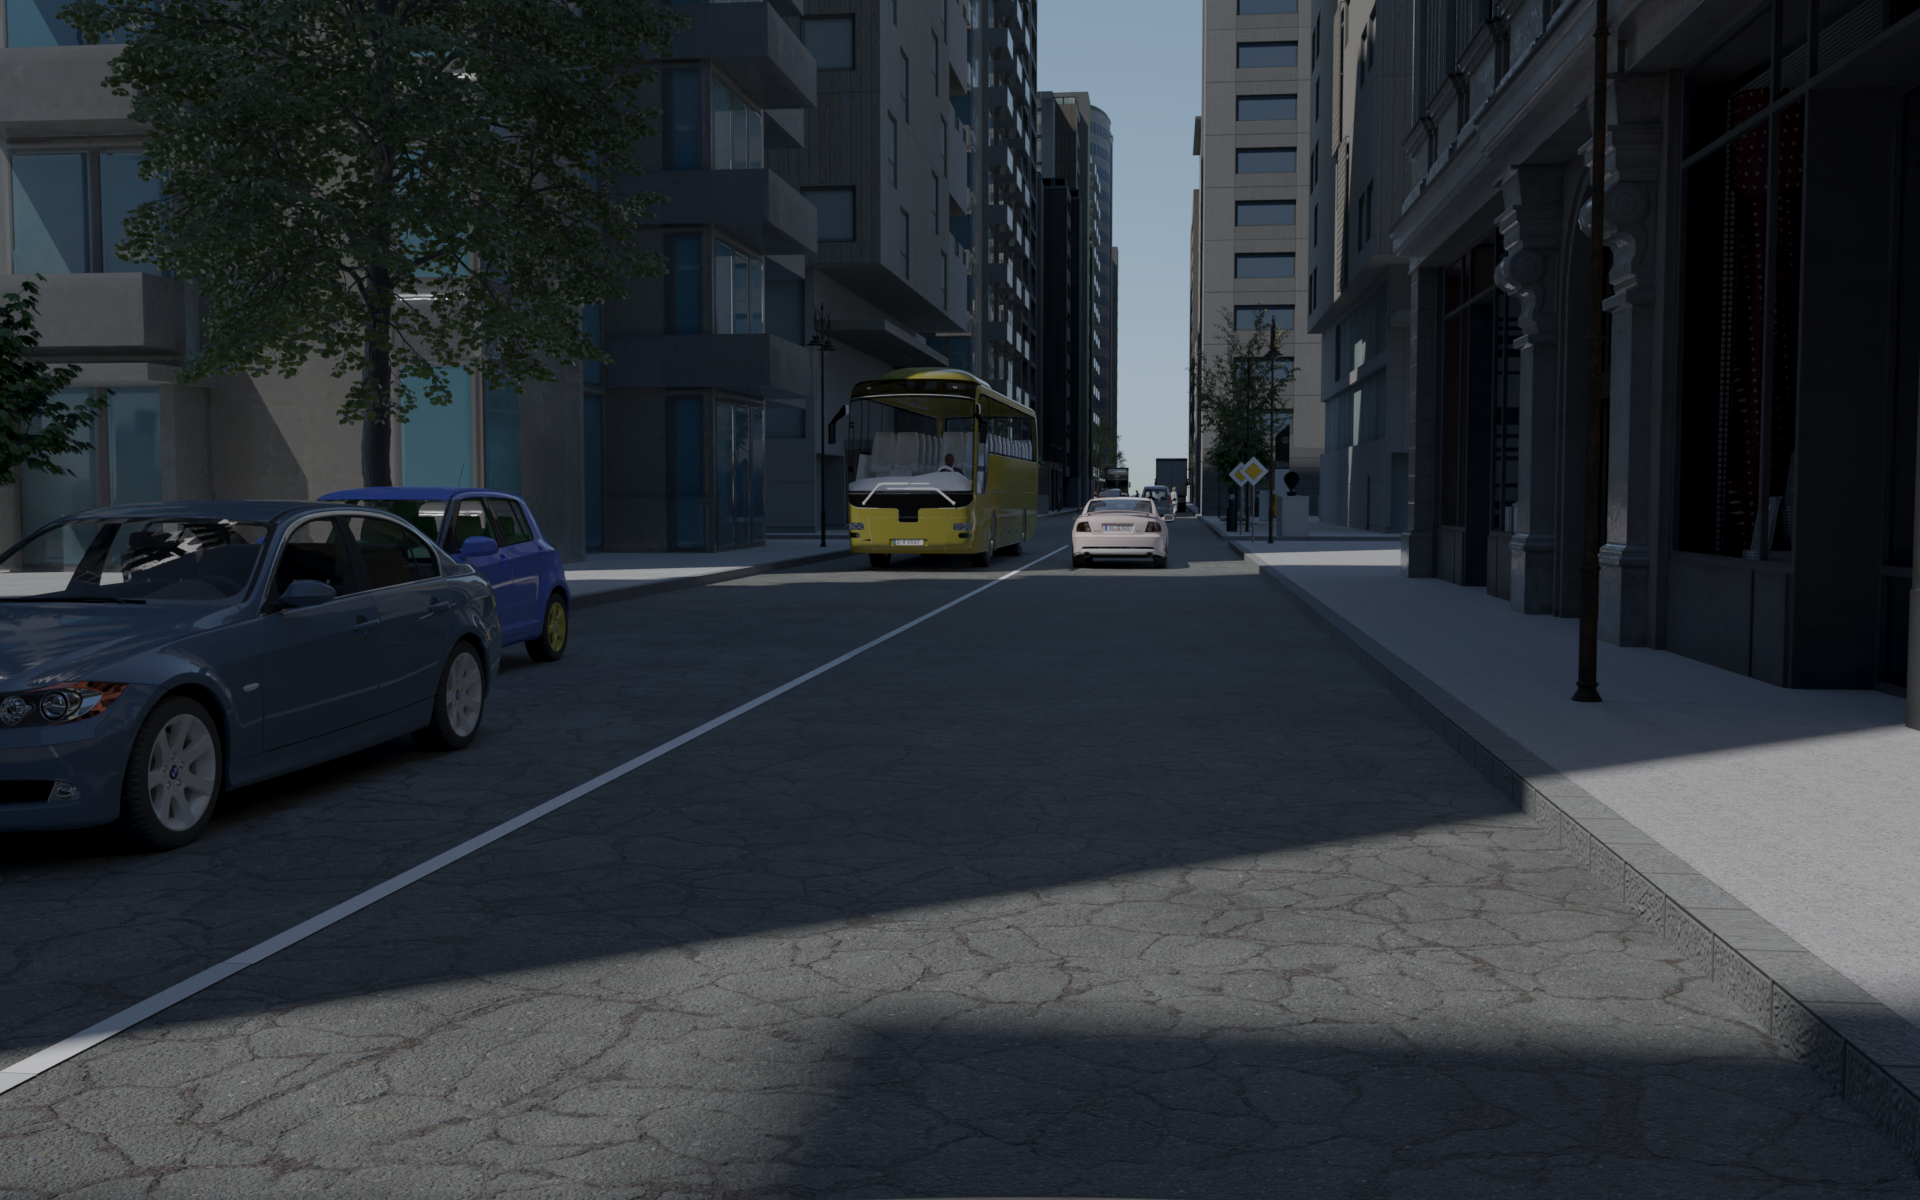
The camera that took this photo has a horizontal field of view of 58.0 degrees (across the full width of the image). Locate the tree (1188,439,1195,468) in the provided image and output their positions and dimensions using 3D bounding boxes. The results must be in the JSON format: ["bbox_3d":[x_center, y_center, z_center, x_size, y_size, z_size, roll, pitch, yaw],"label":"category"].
[{"bbox_3d":[29.632,-16.012,212.154,4.360,8.622,3.978,0,3,0],"label":"tree"}]

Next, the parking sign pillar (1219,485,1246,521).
[{"bbox_3d":[12.978,-5.699,81.644,1.447,3.967,1.447,1,4,18],"label":"parking sign pillar"}]

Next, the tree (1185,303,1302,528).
[{"bbox_3d":[10.792,-7.076,66.062,4.737,8.622,4.395,0,3,0],"label":"tree"}]

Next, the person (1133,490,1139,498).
[{"bbox_3d":[17.625,-10.109,173.644,0.599,1.838,0.709,0,4,-5],"label":"person"}]

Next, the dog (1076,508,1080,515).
[{"bbox_3d":[8.053,-6.049,118.185,0.406,0.507,0.540,-2,4,-28],"label":"dog"}]

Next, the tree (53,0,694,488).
[{"bbox_3d":[-6.795,-6.265,20.561,7.486,12.596,7.792,0,3,0],"label":"tree"}]

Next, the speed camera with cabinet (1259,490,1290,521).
[{"bbox_3d":[15.182,-5.424,83.024,2.038,3.252,0.660,-3,5,-44],"label":"speed camera with cabinet"}]

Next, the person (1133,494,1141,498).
[{"bbox_3d":[22.196,-12.701,216.175,1.348,1.822,0.705,1,4,21],"label":"person"}]

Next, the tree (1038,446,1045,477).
[{"bbox_3d":[2.989,-6.746,94.012,4.285,4.588,4.351,0,3,0],"label":"tree"}]

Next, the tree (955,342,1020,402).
[{"bbox_3d":[0.909,-8.231,84.935,4.360,8.622,3.978,0,3,0],"label":"tree"}]

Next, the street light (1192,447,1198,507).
[{"bbox_3d":[23.258,-12.047,169.755,0.468,5.910,1.993,0,4,7],"label":"street light"}]

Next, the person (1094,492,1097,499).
[{"bbox_3d":[16.442,-12.239,209.282,0.551,1.740,0.621,-1,4,-21],"label":"person"}]

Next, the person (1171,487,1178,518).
[{"bbox_3d":[12.881,-5.865,104.277,0.514,1.842,0.818,2,4,32],"label":"person"}]

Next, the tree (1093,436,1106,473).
[{"bbox_3d":[14.308,-15.015,195.863,4.737,8.622,4.395,0,3,0],"label":"tree"}]

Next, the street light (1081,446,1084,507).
[{"bbox_3d":[11.701,-11.800,165.715,0.468,5.910,1.993,0,4,7],"label":"street light"}]

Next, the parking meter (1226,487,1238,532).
[{"bbox_3d":[9.266,-3.093,58.979,0.372,1.533,0.369,0,3,0],"label":"parking meter"}]

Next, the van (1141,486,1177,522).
[{"bbox_3d":[10.157,-5.043,89.457,2.013,2.044,4.112,1,4,8],"label":"van"}]

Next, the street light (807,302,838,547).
[{"bbox_3d":[-3.317,-4.225,41.861,0.468,5.910,1.993,0,4,7],"label":"street light"}]

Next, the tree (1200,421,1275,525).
[{"bbox_3d":[11.874,-5.493,73.522,4.285,4.588,4.351,0,3,0],"label":"tree"}]

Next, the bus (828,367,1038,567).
[{"bbox_3d":[-0.137,-2.795,37.242,2.896,3.916,12.252,0,4,8],"label":"bus"}]

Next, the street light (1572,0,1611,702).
[{"bbox_3d":[3.891,-2.311,10.571,0.468,5.910,1.993,0,4,7],"label":"street light"}]

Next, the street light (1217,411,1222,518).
[{"bbox_3d":[13.983,-7.371,93.310,0.468,5.910,1.993,0,4,7],"label":"street light"}]

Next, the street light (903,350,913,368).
[{"bbox_3d":[-1.659,-5.054,55.422,0.468,5.910,1.993,0,4,7],"label":"street light"}]

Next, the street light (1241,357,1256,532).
[{"bbox_3d":[9.741,-5.249,58.605,0.468,5.910,1.993,0,4,7],"label":"street light"}]

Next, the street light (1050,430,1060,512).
[{"bbox_3d":[6.718,-9.293,124.735,0.468,5.910,1.993,0,4,7],"label":"street light"}]

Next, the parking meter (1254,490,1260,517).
[{"bbox_3d":[16.416,-5.345,95.795,0.372,1.533,0.369,0,3,0],"label":"parking meter"}]

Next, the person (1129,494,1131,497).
[{"bbox_3d":[25.975,-15.526,265.573,0.991,1.433,0.599,-2,4,-28],"label":"person"}]

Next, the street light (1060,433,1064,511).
[{"bbox_3d":[7.616,-9.702,131.417,0.468,5.910,1.993,0,4,7],"label":"street light"}]

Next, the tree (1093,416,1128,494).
[{"bbox_3d":[16.768,-16.675,207.053,7.601,10.594,8.767,-2,4,-29],"label":"tree"}]

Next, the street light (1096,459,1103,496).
[{"bbox_3d":[15.914,-13.897,199.997,0.468,5.910,1.993,0,4,7],"label":"street light"}]

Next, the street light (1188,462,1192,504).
[{"bbox_3d":[27.484,-14.144,204.036,0.468,5.910,1.993,0,4,7],"label":"street light"}]

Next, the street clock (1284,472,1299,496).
[{"bbox_3d":[10.744,-3.156,56.165,0.471,2.002,0.358,0,4,0],"label":"street clock"}]

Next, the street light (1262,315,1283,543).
[{"bbox_3d":[8.077,-4.408,44.856,0.468,5.910,1.993,0,4,7],"label":"street light"}]
